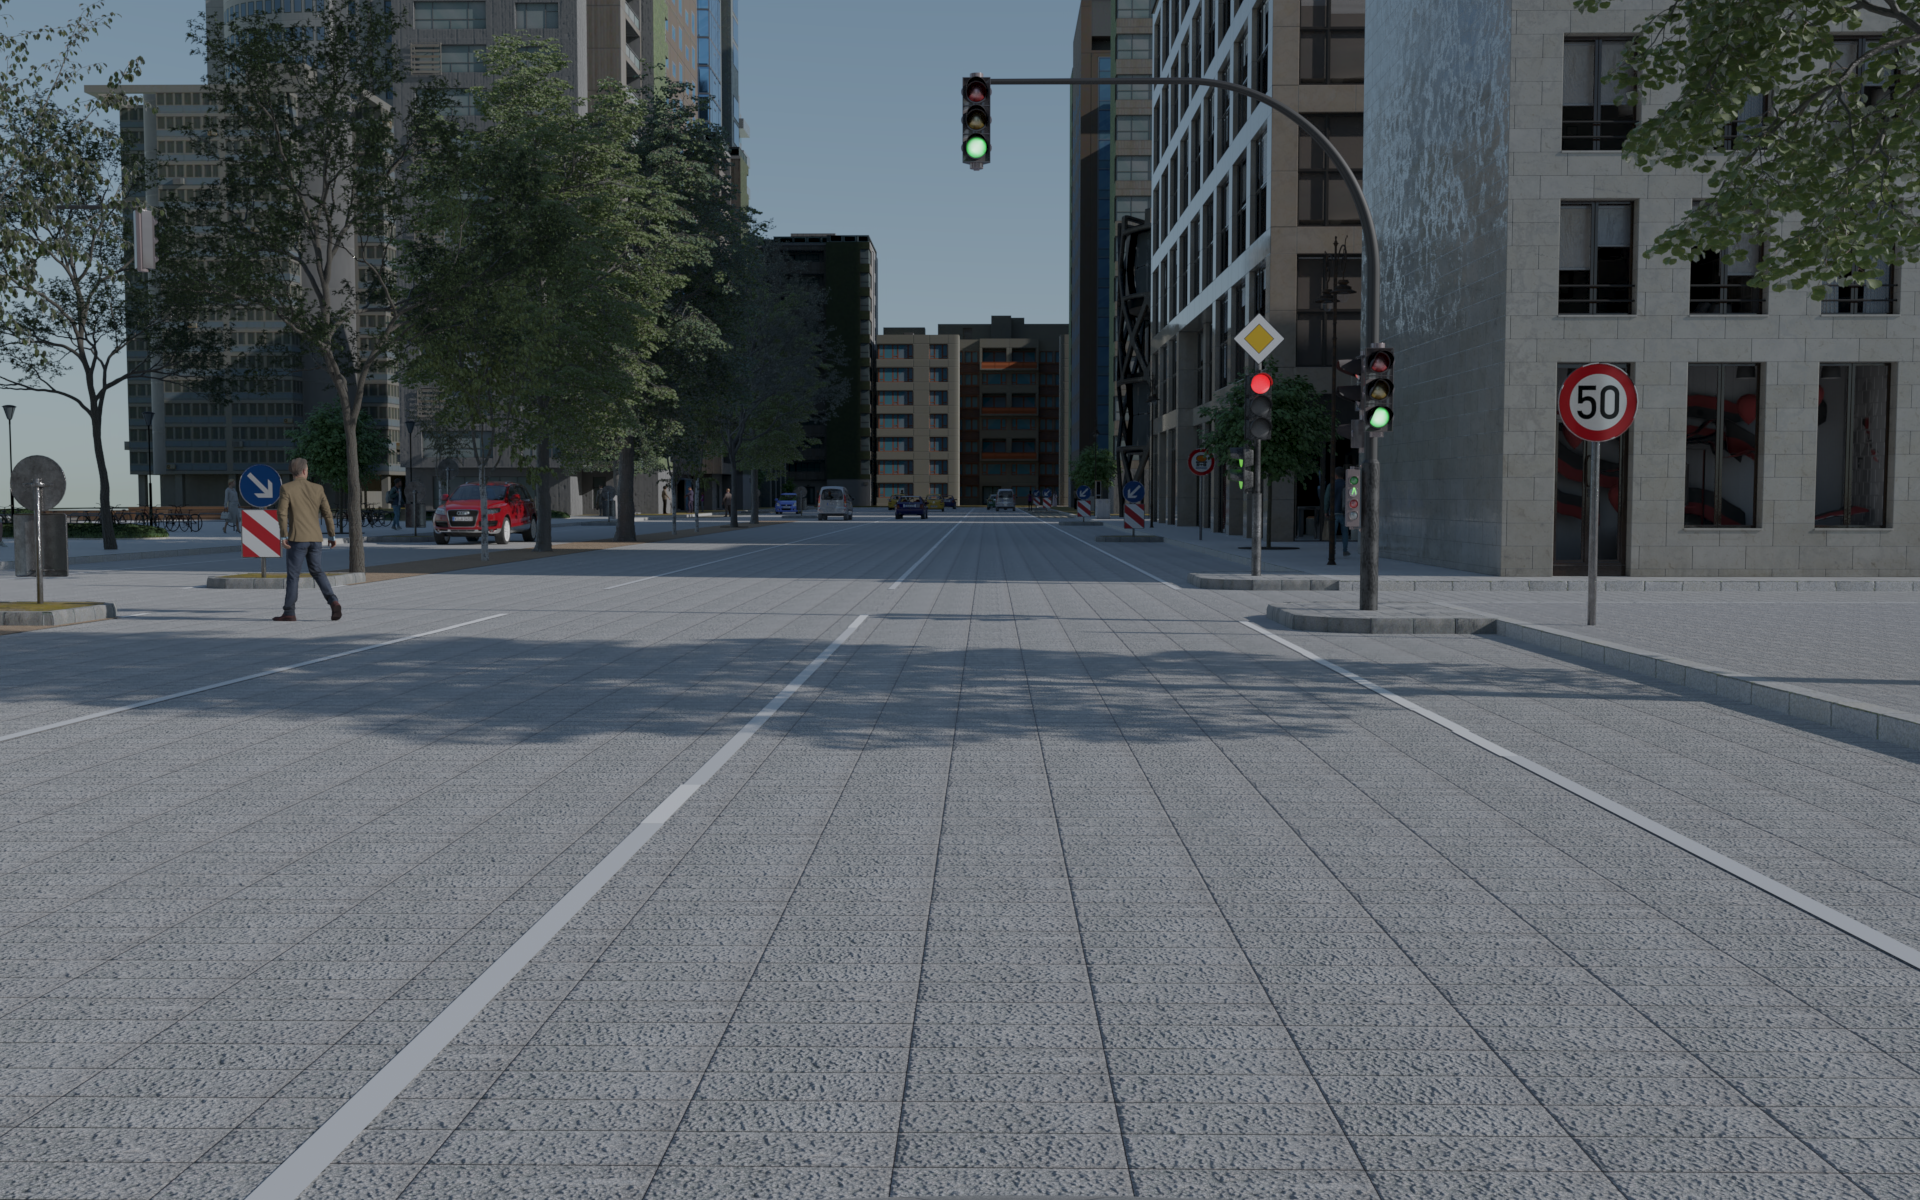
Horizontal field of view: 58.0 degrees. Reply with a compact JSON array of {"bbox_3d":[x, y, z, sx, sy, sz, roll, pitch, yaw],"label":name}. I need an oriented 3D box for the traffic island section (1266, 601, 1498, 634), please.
[{"bbox_3d":[4.533,0.190,19.176,2.009,0.180,2.903,0,4,1],"label":"traffic island section"}]

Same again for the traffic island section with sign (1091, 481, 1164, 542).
[{"bbox_3d":[5.088,-2.675,52.368,1.989,1.847,2.006,0,4,1],"label":"traffic island section with sign"}]

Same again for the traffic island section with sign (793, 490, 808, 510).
[{"bbox_3d":[-14.823,-9.073,156.965,1.989,1.847,2.006,0,4,1],"label":"traffic island section with sign"}]

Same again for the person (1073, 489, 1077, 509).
[{"bbox_3d":[9.687,-8.473,144.581,0.705,1.823,1.348,-1,4,-15],"label":"person"}]

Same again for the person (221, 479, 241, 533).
[{"bbox_3d":[-23.756,-3.065,56.514,0.624,1.780,0.694,2,4,25],"label":"person"}]

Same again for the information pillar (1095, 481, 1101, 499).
[{"bbox_3d":[7.583,-5.538,95.031,0.304,2.012,0.304,0,4,-1],"label":"information pillar"}]

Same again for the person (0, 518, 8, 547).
[{"bbox_3d":[-23.530,-2.140,42.038,0.522,1.701,0.512,1,4,13],"label":"person"}]

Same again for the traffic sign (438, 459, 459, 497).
[{"bbox_3d":[-18.393,-3.801,62.258,0.768,2.556,0.104,0,4,1],"label":"traffic sign"}]

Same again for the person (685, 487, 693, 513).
[{"bbox_3d":[-18.197,-6.709,116.185,0.568,1.767,0.683,0,4,5],"label":"person"}]

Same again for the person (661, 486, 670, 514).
[{"bbox_3d":[-18.808,-6.390,110.532,0.705,1.823,1.348,-2,4,-29],"label":"person"}]

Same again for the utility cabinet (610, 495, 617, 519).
[{"bbox_3d":[-17.938,-4.812,89.841,0.306,1.237,1.020,1,4,10],"label":"utility cabinet"}]

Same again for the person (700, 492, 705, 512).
[{"bbox_3d":[-18.455,-6.992,123.582,0.599,1.433,0.991,0,4,-3],"label":"person"}]

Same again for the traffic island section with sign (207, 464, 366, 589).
[{"bbox_3d":[-10.654,-1.158,27.072,2.006,1.907,1.989,0,4,1],"label":"traffic island section with sign"}]

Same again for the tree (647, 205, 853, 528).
[{"bbox_3d":[-9.605,-9.817,73.338,12.009,13.543,11.850,0,3,0],"label":"tree"}]

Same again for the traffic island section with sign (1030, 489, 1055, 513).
[{"bbox_3d":[6.339,-7.356,128.901,1.989,1.847,2.006,0,4,1],"label":"traffic island section with sign"}]

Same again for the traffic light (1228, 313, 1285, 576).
[{"bbox_3d":[4.625,-2.332,27.047,0.839,4.253,0.868,0,4,1],"label":"traffic light"}]

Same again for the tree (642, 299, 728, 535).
[{"bbox_3d":[-10.020,-6.584,60.467,4.737,8.622,4.395,0,3,0],"label":"tree"}]

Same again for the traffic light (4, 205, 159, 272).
[{"bbox_3d":[-15.141,-3.225,27.390,4.771,5.953,1.251,0,4,1],"label":"traffic light"}]

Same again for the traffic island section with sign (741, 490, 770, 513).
[{"bbox_3d":[-15.269,-7.402,129.651,1.989,1.847,2.006,0,4,1],"label":"traffic island section with sign"}]

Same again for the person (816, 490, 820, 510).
[{"bbox_3d":[-13.006,-9.165,158.487,0.705,1.807,1.348,0,4,-2],"label":"person"}]

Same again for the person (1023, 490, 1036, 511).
[{"bbox_3d":[5.914,-8.422,146.879,1.217,1.739,0.721,-2,4,-25],"label":"person"}]

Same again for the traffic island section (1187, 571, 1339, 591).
[{"bbox_3d":[4.664,-0.298,27.160,2.009,0.180,2.903,0,4,1],"label":"traffic island section"}]

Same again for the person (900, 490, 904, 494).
[{"bbox_3d":[-5.877,-10.291,176.382,1.348,1.869,0.705,-2,4,-30],"label":"person"}]

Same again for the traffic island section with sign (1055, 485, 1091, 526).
[{"bbox_3d":[5.524,-4.324,79.320,1.989,1.847,2.006,0,4,1],"label":"traffic island section with sign"}]

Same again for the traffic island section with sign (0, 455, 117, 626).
[{"bbox_3d":[-10.785,-0.705,19.666,2.006,1.907,1.989,0,4,1],"label":"traffic island section with sign"}]

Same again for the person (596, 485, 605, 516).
[{"bbox_3d":[-20.679,-5.753,100.060,0.622,1.834,0.822,-2,4,-34],"label":"person"}]

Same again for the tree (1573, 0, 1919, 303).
[{"bbox_3d":[7.288,-5.675,10.919,7.486,12.596,7.792,0,3,0],"label":"tree"}]

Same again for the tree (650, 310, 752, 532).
[{"bbox_3d":[-9.904,-6.868,65.105,4.360,8.622,3.978,0,3,0],"label":"tree"}]

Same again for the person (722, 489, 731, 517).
[{"bbox_3d":[-14.619,-6.095,108.713,0.434,1.755,0.990,3,4,38],"label":"person"}]

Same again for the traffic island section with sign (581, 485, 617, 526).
[{"bbox_3d":[-16.098,-4.311,79.114,1.989,1.847,2.006,0,4,1],"label":"traffic island section with sign"}]

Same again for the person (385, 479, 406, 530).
[{"bbox_3d":[-19.774,-3.360,60.963,0.713,1.824,0.794,2,4,28],"label":"person"}]

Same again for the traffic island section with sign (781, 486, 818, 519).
[{"bbox_3d":[-9.431,-5.753,102.200,2.006,1.907,1.989,0,4,1],"label":"traffic island section with sign"}]

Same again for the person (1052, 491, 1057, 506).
[{"bbox_3d":[9.933,-10.491,180.689,0.621,1.740,0.551,1,4,11],"label":"person"}]

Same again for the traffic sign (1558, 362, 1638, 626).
[{"bbox_3d":[6.177,-1.025,16.859,0.768,2.556,0.104,0,4,2],"label":"traffic sign"}]

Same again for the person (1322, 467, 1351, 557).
[{"bbox_3d":[7.515,-1.744,34.545,0.794,1.824,0.713,2,4,24],"label":"person"}]

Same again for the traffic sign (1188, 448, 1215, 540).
[{"bbox_3d":[6.694,-2.935,48.094,0.768,2.556,0.104,0,4,5],"label":"traffic sign"}]

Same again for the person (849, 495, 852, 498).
[{"bbox_3d":[-10.799,-9.532,163.972,1.348,1.869,0.705,1,4,12],"label":"person"}]

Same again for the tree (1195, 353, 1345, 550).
[{"bbox_3d":[7.272,-3.464,40.349,4.285,4.588,4.351,0,3,0],"label":"tree"}]

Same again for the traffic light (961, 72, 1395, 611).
[{"bbox_3d":[2.401,-2.709,18.956,4.771,5.953,1.251,0,4,1],"label":"traffic light"}]

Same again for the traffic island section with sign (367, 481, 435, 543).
[{"bbox_3d":[-16.544,-2.663,52.162,1.989,1.847,2.006,0,4,1],"label":"traffic island section with sign"}]

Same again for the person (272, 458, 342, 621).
[{"bbox_3d":[-7.355,-0.681,19.544,0.836,1.842,0.656,1,4,12],"label":"person"}]

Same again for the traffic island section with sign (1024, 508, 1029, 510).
[{"bbox_3d":[6.792,-9.039,156.419,1.989,1.847,2.006,0,4,1],"label":"traffic island section with sign"}]

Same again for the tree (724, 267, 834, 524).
[{"bbox_3d":[-9.958,-9.946,83.203,7.486,12.596,7.792,0,3,0],"label":"tree"}]

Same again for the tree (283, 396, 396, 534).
[{"bbox_3d":[-19.957,-4.415,55.894,4.285,4.588,4.351,0,3,0],"label":"tree"}]
